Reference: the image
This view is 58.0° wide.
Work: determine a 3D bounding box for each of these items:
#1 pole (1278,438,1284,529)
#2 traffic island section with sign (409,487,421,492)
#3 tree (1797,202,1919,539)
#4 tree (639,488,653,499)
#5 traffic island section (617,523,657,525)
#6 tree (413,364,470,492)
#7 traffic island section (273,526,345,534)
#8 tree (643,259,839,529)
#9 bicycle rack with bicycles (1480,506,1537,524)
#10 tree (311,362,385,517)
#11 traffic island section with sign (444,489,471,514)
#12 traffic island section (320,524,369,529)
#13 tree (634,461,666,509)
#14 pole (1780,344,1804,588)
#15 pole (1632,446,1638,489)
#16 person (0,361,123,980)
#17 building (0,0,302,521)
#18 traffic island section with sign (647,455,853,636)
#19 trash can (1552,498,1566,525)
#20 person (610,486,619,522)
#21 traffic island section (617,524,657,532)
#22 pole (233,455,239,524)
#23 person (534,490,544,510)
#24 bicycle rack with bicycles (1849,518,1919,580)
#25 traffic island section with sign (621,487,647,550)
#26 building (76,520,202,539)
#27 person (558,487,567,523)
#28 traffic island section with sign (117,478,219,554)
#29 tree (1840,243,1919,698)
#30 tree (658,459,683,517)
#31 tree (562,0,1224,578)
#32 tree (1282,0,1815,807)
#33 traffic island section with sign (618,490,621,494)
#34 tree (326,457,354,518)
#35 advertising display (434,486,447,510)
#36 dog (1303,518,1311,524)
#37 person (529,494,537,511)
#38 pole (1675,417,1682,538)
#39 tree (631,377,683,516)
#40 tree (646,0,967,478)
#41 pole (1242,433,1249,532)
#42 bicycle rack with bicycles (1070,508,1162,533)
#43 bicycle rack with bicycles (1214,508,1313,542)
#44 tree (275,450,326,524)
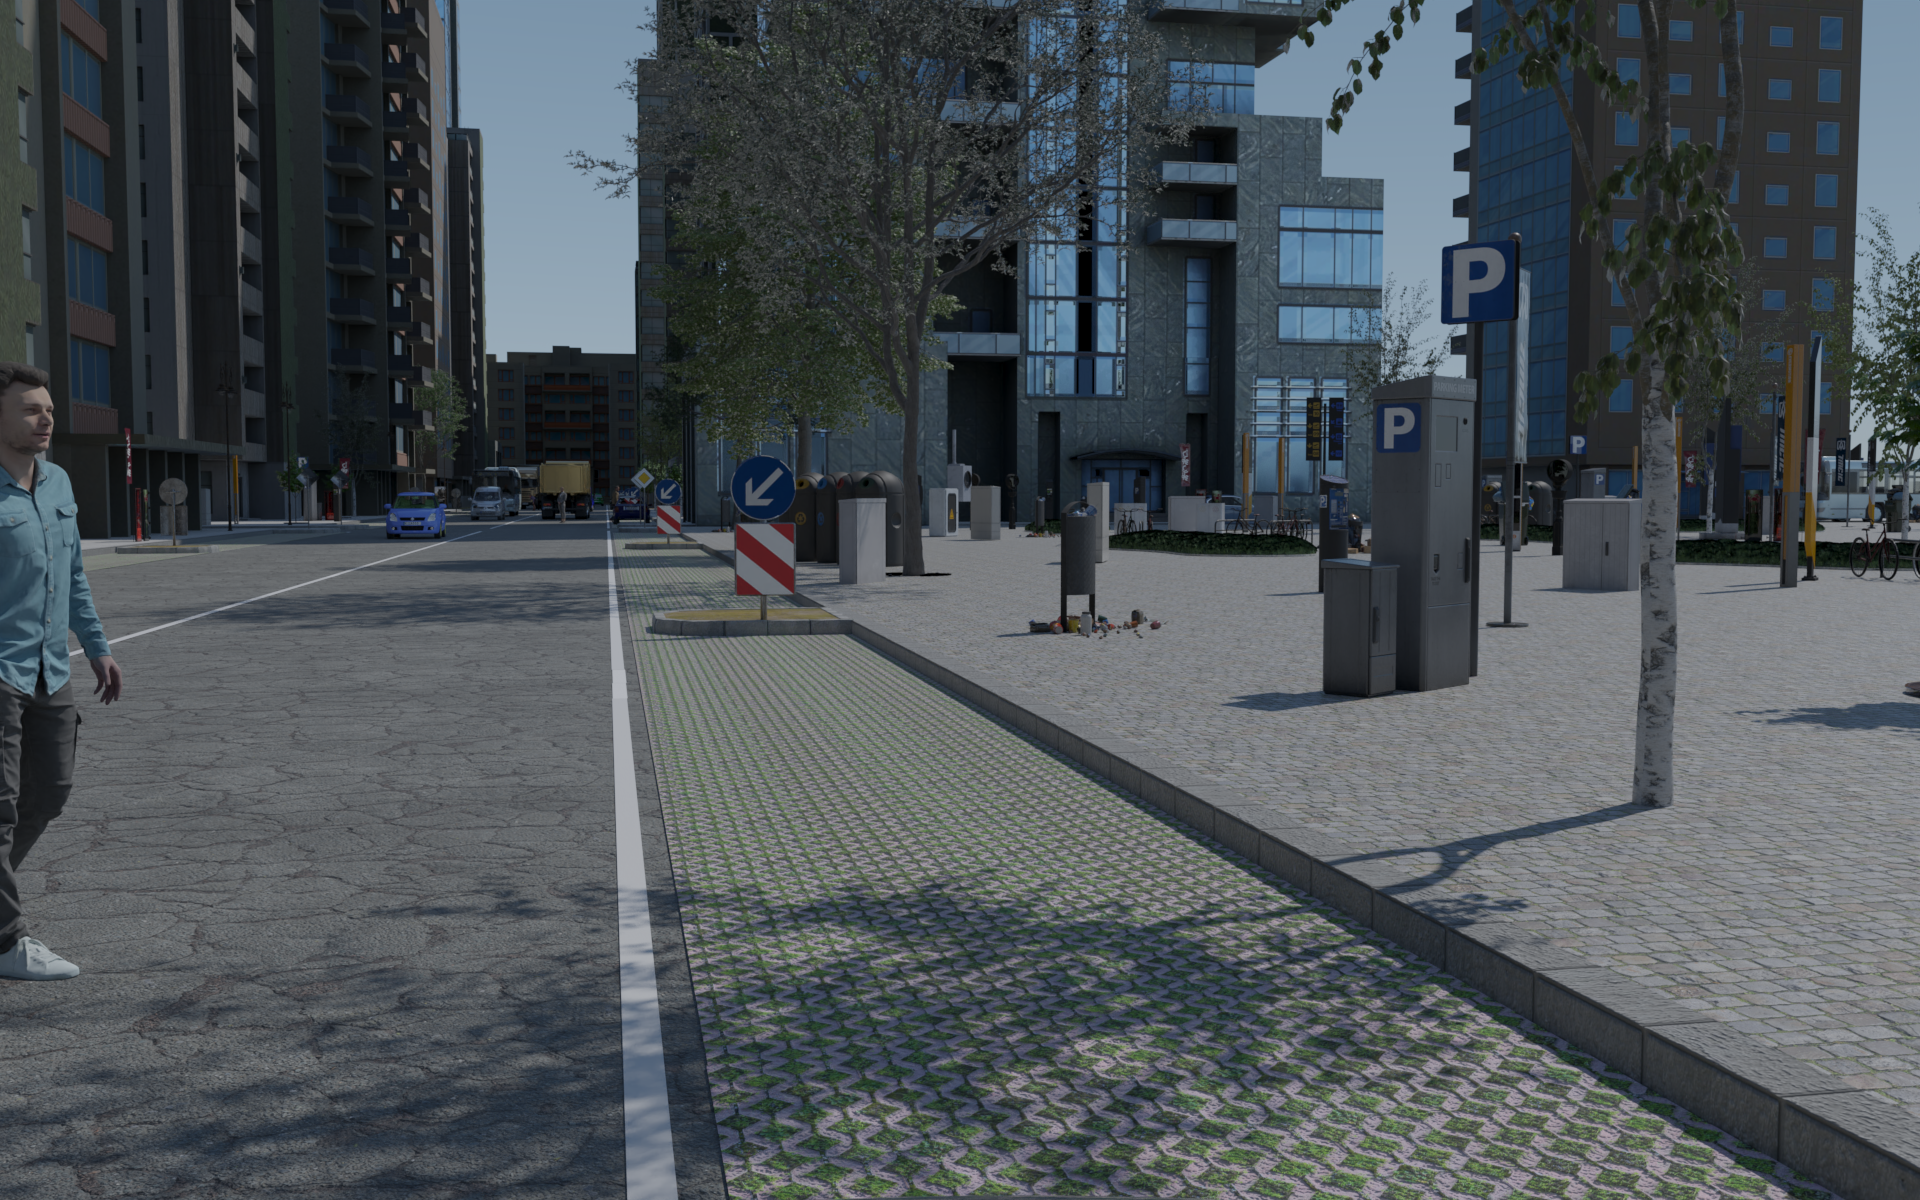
[{"bbox_3d":[11.687,-4.234,63.062,0.158,3.312,0.155,0,3,0],"label":"pole"},{"bbox_3d":[-30.326,-5.369,96.412,1.989,1.847,2.006,-1,4,-12],"label":"traffic island section with sign"},{"bbox_3d":[23.181,-5.651,42.756,4.737,8.622,4.395,0,3,0],"label":"tree"},{"bbox_3d":[-28.037,-9.874,156.046,1.663,3.219,1.824,0,3,0],"label":"tree"},{"bbox_3d":[-13.606,-3.158,73.911,2.009,0.180,2.903,-1,4,-12],"label":"traffic island section"},{"bbox_3d":[-41.297,-12.667,132.865,9.928,11.665,9.643,0,3,0],"label":"tree"},{"bbox_3d":[-23.953,-2.531,63.659,2.009,0.180,2.903,-1,4,-12],"label":"traffic island section"},{"bbox_3d":[-7.540,-7.703,60.361,7.601,10.594,8.767,0,4,-6],"label":"tree"},{"bbox_3d":[16.235,-2.511,54.437,2.852,0.926,2.925,-3,5,-39],"label":"bicycle rack with bicycles"},{"bbox_3d":[-33.842,-8.936,96.462,4.360,8.622,3.978,0,3,0],"label":"tree"},{"bbox_3d":[-35.815,-7.011,123.262,1.989,1.847,2.006,-1,4,-12],"label":"traffic island section with sign"},{"bbox_3d":[-25.552,-3.009,71.483,2.009,0.180,2.903,-1,4,-12],"label":"traffic island section"},{"bbox_3d":[-27.002,-10.349,152.913,4.285,4.588,4.351,0,3,0],"label":"tree"},{"bbox_3d":[11.407,-1.829,23.749,0.158,3.312,0.155,0,3,0],"label":"pole"},{"bbox_3d":[28.662,-4.879,73.614,0.158,3.312,0.155,0,3,0],"label":"pole"},{"bbox_3d":[-2.909,0.200,5.247,0.620,1.820,0.660,1,4,9],"label":"person"},{"bbox_3d":[-40.339,-19.014,82.581,14.160,30.474,14.107,-1,4,-12],"label":"building"},{"bbox_3d":[-2.246,-0.592,18.313,1.989,1.847,2.006,-1,4,-12],"label":"traffic island section with sign"},{"bbox_3d":[22.259,-3.248,64.755,0.748,1.137,0.748,0,3,0],"label":"trash can"},{"bbox_3d":[-17.249,-4.792,86.759,0.656,1.842,0.836,2,4,29],"label":"person"},{"bbox_3d":[-12.007,-2.679,66.087,2.009,0.180,2.903,-1,4,-12],"label":"traffic island section"},{"bbox_3d":[-31.030,-4.914,74.183,0.158,3.312,0.155,0,3,0],"label":"pole"},{"bbox_3d":[-37.676,-8.975,155.379,1.348,1.807,0.705,0,4,-1],"label":"person"},{"bbox_3d":[14.687,-0.733,25.361,2.852,0.926,2.925,1,4,11],"label":"bicycle rack with bicycles"},{"bbox_3d":[-7.766,-2.245,45.337,1.989,1.847,2.006,-1,4,-12],"label":"traffic island section with sign"},{"bbox_3d":[-38.200,-24.123,49.037,28.867,44.769,22.147,-1,4,-12],"label":"building"},{"bbox_3d":[-19.794,-4.720,85.949,0.520,1.790,0.573,1,4,15],"label":"person"},{"bbox_3d":[-19.251,-2.057,42.253,1.989,1.847,2.006,-1,4,-12],"label":"traffic island section with sign"},{"bbox_3d":[6.424,-0.995,10.869,1.663,3.219,1.824,0,3,0],"label":"tree"},{"bbox_3d":[-15.603,-6.172,95.513,1.663,3.219,1.824,0,3,0],"label":"tree"},{"bbox_3d":[-0.860,-7.124,26.846,12.009,13.543,11.850,0,3,0],"label":"tree"},{"bbox_3d":[2.632,-3.458,6.906,4.360,8.622,3.978,0,3,0],"label":"tree"},{"bbox_3d":[-24.100,-7.135,125.278,1.989,1.847,2.006,-1,4,-12],"label":"traffic island section with sign"},{"bbox_3d":[-32.908,-5.933,91.609,1.663,3.219,1.824,0,3,0],"label":"tree"},{"bbox_3d":[-43.042,-8.457,143.493,0.974,1.923,0.123,0,4,-6],"label":"advertising display"},{"bbox_3d":[15.105,-3.399,75.759,0.748,0.427,0.550,0,4,4],"label":"dog"},{"bbox_3d":[-36.384,-8.304,147.497,0.421,1.427,0.697,3,5,42],"label":"person"},{"bbox_3d":[19.042,-3.188,45.974,0.158,3.312,0.155,0,3,0],"label":"pole"},{"bbox_3d":[-16.321,-9.311,102.597,4.737,8.622,4.395,0,3,0],"label":"tree"},{"bbox_3d":[-3.186,-7.392,38.981,7.486,12.596,7.792,0,3,0],"label":"tree"},{"bbox_3d":[9.540,-3.912,57.808,0.158,3.312,0.155,0,3,0],"label":"pole"},{"bbox_3d":[3.817,-1.846,43.570,2.852,0.926,2.925,1,4,9],"label":"bicycle rack with bicycles"},{"bbox_3d":[8.042,-1.915,44.687,2.925,0.926,2.852,-3,5,-42],"label":"bicycle rack with bicycles"},{"bbox_3d":[-29.009,-4.934,75.267,1.663,3.219,1.824,0,3,0],"label":"tree"}]
